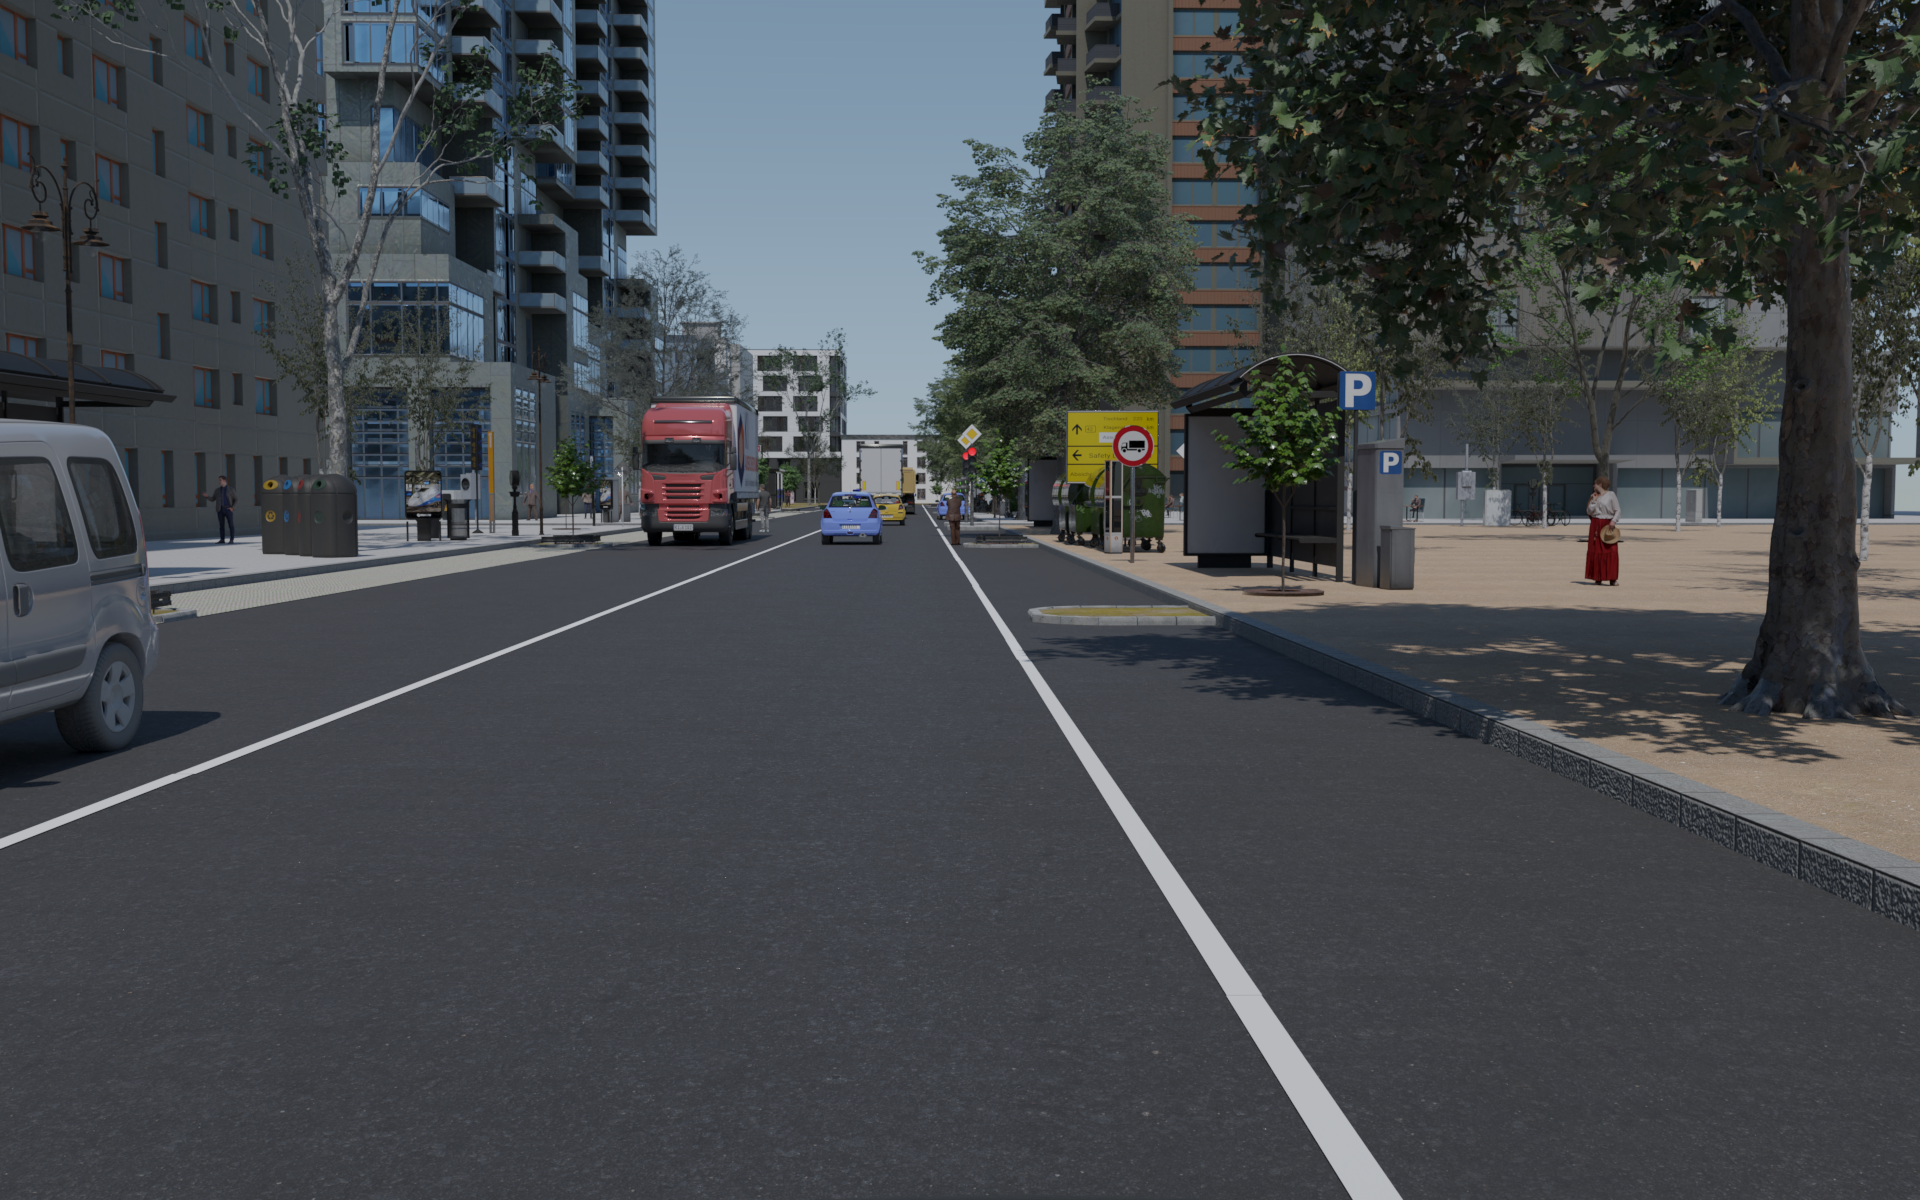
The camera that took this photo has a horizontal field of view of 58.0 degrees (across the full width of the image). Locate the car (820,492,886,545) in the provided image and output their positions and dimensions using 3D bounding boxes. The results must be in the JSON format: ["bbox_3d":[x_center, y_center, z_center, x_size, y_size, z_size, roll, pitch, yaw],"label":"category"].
[{"bbox_3d":[-3.118,-2.485,50.228,1.945,1.707,3.694,0,4,-2],"label":"car"}]

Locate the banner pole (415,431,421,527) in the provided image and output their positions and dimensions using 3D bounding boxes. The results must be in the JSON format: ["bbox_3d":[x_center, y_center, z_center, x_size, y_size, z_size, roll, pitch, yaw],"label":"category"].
[{"bbox_3d":[-21.032,-4.724,67.255,0.401,3.779,0.863,0,4,-2],"label":"banner pole"}]

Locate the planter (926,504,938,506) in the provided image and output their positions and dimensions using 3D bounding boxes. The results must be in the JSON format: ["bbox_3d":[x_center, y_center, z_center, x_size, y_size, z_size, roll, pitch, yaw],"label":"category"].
[{"bbox_3d":[-3.060,-11.388,207.332,1.991,0.319,1.994,0,4,-1],"label":"planter"}]

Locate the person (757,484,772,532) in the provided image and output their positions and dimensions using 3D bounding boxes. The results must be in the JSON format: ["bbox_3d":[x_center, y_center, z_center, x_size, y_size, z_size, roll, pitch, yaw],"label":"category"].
[{"bbox_3d":[-7.458,-3.499,65.836,0.598,1.807,0.434,-1,4,-22],"label":"person"}]

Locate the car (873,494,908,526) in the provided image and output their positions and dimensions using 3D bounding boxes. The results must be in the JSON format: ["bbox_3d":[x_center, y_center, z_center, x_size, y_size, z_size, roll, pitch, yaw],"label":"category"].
[{"bbox_3d":[-3.403,-4.269,80.014,2.015,1.641,3.980,0,4,-3],"label":"car"}]

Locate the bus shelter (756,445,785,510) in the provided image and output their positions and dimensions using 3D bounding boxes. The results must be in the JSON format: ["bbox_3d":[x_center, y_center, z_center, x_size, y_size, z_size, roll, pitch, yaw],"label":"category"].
[{"bbox_3d":[-15.924,-10.161,143.762,2.179,5.291,8.768,0,4,-2],"label":"bus shelter"}]

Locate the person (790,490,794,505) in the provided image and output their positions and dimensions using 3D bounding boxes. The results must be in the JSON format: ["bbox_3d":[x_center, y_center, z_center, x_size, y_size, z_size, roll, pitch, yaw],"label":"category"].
[{"bbox_3d":[-20.432,-12.490,210.926,0.551,1.740,0.621,-2,4,-32],"label":"person"}]

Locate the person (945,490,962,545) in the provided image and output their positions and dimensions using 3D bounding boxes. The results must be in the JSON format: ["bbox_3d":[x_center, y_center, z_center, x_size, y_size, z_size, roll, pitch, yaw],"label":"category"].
[{"bbox_3d":[-0.186,-2.315,48.616,0.482,1.546,0.388,0,4,-6],"label":"person"}]

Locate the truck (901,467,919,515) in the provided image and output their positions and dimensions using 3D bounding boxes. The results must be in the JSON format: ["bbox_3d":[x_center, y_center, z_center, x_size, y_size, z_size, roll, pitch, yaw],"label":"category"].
[{"bbox_3d":[-4.563,-7.826,123.887,3.469,3.379,9.791,0,4,-3],"label":"truck"}]

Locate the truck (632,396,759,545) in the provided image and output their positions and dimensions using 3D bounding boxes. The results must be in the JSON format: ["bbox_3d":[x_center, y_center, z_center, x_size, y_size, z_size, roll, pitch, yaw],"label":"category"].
[{"bbox_3d":[-7.683,-3.846,51.798,2.839,4.237,11.283,0,4,-2],"label":"truck"}]

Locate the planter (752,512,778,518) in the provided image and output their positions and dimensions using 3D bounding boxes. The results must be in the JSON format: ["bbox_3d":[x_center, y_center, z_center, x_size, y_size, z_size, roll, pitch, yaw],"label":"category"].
[{"bbox_3d":[-11.986,-4.968,102.374,1.991,0.319,1.994,0,4,-1],"label":"planter"}]

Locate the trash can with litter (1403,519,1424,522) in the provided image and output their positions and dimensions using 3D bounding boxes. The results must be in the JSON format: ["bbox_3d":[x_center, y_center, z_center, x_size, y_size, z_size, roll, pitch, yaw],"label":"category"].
[{"bbox_3d":[20.350,-4.159,79.059,2.233,1.210,1.678,-1,4,-21],"label":"trash can with litter"}]

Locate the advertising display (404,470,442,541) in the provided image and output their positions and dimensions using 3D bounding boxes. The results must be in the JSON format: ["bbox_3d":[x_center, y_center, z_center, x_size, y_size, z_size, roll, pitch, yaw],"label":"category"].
[{"bbox_3d":[-14.573,-2.559,47.047,0.974,1.923,0.123,-1,4,-22],"label":"advertising display"}]

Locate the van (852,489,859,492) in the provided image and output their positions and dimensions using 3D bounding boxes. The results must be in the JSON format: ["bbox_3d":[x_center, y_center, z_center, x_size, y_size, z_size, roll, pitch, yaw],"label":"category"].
[{"bbox_3d":[-12.016,-12.426,207.546,2.240,2.365,5.245,0,4,-3],"label":"van"}]

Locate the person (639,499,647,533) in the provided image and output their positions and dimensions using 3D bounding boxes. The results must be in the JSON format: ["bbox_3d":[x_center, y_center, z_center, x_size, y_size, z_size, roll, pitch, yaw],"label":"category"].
[{"bbox_3d":[-11.606,-3.259,63.994,0.499,1.552,0.429,-1,4,-20],"label":"person"}]

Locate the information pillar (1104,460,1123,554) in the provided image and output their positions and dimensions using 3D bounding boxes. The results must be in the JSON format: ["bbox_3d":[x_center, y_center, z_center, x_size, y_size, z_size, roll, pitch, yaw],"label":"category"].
[{"bbox_3d":[3.292,-1.994,37.099,0.304,2.012,0.304,-1,4,-20],"label":"information pillar"}]

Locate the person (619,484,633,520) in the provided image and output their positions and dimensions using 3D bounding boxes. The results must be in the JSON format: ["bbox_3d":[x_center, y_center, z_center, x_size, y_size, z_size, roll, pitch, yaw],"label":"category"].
[{"bbox_3d":[-16.374,-4.735,84.012,0.990,1.755,0.434,0,4,-3],"label":"person"}]

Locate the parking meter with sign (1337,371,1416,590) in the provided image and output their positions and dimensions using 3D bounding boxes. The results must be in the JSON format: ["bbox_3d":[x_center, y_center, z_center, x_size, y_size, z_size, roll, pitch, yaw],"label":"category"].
[{"bbox_3d":[5.777,-1.689,23.873,0.543,3.016,1.738,-1,4,-10],"label":"parking meter with sign"}]

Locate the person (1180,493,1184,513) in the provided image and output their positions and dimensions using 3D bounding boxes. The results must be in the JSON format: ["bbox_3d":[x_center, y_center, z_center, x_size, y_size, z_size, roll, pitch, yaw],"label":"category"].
[{"bbox_3d":[14.879,-6.523,116.600,0.340,1.345,0.435,1,4,14],"label":"person"}]

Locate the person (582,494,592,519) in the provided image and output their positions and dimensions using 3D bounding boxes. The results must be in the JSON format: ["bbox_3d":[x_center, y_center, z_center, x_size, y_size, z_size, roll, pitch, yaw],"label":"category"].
[{"bbox_3d":[-19.377,-5.123,90.336,0.617,1.759,0.750,0,4,-7],"label":"person"}]

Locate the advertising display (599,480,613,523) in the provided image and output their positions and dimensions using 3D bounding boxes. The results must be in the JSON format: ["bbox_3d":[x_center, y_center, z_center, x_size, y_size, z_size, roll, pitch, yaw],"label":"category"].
[{"bbox_3d":[-15.718,-4.389,76.966,0.123,1.923,0.974,-3,5,-43],"label":"advertising display"}]

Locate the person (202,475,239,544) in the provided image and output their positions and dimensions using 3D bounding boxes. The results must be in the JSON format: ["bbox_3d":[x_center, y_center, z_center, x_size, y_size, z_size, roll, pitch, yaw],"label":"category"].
[{"bbox_3d":[-19.031,-2.323,44.561,0.617,1.759,0.750,1,4,17],"label":"person"}]

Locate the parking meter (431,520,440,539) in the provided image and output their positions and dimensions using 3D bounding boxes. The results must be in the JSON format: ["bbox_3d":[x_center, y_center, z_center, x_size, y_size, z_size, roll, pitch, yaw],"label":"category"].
[{"bbox_3d":[-15.228,-2.545,50.016,0.372,1.533,0.369,0,3,0],"label":"parking meter"}]

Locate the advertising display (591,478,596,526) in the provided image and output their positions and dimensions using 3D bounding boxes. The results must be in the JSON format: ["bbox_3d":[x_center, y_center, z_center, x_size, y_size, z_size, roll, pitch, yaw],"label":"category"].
[{"bbox_3d":[-14.701,-3.934,69.533,0.123,1.923,0.974,-1,4,-9],"label":"advertising display"}]

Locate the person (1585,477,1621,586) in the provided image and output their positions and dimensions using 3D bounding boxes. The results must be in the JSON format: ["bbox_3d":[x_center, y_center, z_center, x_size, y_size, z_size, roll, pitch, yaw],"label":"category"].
[{"bbox_3d":[9.016,-0.962,24.242,0.387,1.526,0.523,-3,5,-41],"label":"person"}]

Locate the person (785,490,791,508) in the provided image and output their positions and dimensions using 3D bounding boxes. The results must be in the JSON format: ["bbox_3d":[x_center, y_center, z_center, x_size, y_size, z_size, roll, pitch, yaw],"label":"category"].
[{"bbox_3d":[-15.554,-9.106,156.403,0.593,1.643,0.415,-2,4,-32],"label":"person"}]

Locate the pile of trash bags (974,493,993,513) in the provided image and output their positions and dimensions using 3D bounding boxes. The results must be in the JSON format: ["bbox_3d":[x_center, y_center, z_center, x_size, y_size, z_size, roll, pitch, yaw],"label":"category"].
[{"bbox_3d":[1.713,-6.652,118.516,1.912,1.369,3.447,-1,4,-14],"label":"pile of trash bags"}]

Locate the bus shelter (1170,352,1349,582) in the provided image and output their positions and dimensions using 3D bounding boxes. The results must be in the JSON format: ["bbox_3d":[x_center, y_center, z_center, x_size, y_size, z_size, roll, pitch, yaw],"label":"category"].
[{"bbox_3d":[4.735,-2.054,27.507,2.014,3.302,5.546,0,4,-2],"label":"bus shelter"}]

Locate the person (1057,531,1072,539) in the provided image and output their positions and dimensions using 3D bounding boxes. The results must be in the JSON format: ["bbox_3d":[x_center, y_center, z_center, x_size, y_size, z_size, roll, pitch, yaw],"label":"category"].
[{"bbox_3d":[3.086,-2.534,49.681,0.499,1.552,0.429,-2,4,-30],"label":"person"}]

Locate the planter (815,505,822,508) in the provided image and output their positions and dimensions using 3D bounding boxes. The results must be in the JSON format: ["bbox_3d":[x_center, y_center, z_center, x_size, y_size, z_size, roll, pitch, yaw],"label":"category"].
[{"bbox_3d":[-13.957,-9.670,179.236,1.991,0.319,1.994,0,4,-1],"label":"planter"}]

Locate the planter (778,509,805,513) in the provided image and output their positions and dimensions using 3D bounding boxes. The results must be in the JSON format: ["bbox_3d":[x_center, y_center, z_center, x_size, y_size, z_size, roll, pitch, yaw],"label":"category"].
[{"bbox_3d":[-12.712,-6.674,130.265,1.991,0.319,1.994,0,4,-1],"label":"planter"}]

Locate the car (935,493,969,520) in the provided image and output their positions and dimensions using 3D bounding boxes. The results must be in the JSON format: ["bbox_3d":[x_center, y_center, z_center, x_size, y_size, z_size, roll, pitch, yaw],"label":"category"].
[{"bbox_3d":[-0.419,-5.348,97.029,1.945,1.707,3.694,0,4,-3],"label":"car"}]

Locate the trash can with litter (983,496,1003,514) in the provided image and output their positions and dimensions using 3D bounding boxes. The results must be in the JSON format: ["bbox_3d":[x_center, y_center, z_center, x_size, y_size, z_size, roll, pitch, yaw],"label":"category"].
[{"bbox_3d":[2.217,-6.145,111.521,1.678,1.210,2.233,3,5,43],"label":"trash can with litter"}]

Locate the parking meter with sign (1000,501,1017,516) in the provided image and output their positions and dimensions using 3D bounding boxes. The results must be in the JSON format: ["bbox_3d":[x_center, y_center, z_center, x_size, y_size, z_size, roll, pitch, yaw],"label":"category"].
[{"bbox_3d":[2.929,-6.456,101.811,0.543,3.016,1.738,2,4,31],"label":"parking meter with sign"}]

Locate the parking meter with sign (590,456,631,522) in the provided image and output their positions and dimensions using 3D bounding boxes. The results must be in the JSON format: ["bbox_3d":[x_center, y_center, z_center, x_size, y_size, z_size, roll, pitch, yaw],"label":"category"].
[{"bbox_3d":[-15.916,-5.056,78.926,1.738,3.016,0.543,-2,4,-27],"label":"parking meter with sign"}]

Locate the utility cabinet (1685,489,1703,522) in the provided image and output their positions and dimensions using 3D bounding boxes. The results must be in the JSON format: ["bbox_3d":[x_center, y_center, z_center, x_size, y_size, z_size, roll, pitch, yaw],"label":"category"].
[{"bbox_3d":[33.143,-4.254,78.235,0.318,1.500,1.173,0,4,2],"label":"utility cabinet"}]

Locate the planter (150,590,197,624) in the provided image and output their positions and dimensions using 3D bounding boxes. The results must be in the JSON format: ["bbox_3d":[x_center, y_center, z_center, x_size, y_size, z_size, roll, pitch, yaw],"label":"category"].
[{"bbox_3d":[-9.835,0.095,19.587,1.991,0.319,1.994,0,4,-1],"label":"planter"}]

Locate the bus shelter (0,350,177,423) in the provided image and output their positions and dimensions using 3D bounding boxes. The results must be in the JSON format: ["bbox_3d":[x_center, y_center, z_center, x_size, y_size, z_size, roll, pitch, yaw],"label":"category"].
[{"bbox_3d":[-13.598,-1.919,25.294,2.014,3.302,5.546,0,4,-1],"label":"bus shelter"}]

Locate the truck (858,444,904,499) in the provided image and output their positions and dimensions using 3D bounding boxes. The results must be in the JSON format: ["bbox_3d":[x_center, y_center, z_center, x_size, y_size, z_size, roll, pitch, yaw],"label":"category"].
[{"bbox_3d":[-4.681,-6.949,102.534,2.839,4.237,11.283,0,4,-3],"label":"truck"}]

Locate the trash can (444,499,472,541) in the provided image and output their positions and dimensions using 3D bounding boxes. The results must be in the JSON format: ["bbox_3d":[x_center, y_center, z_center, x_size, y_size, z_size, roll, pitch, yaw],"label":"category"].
[{"bbox_3d":[-13.875,-2.216,47.889,0.748,1.137,0.748,0,3,0],"label":"trash can"}]

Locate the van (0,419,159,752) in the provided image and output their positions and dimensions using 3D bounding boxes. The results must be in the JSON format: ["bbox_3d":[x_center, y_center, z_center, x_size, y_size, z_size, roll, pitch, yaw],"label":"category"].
[{"bbox_3d":[-5.513,-0.079,8.311,2.013,2.044,4.112,0,3,0],"label":"van"}]

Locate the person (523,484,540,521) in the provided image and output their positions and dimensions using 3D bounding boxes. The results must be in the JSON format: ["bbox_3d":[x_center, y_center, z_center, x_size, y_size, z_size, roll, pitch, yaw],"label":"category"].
[{"bbox_3d":[-20.635,-4.707,83.549,0.990,1.755,0.434,1,4,14],"label":"person"}]

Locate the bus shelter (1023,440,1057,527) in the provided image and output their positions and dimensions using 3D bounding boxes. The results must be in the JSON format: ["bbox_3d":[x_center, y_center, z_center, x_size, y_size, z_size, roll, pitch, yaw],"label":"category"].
[{"bbox_3d":[3.494,-4.370,65.369,2.014,3.302,5.546,0,4,-2],"label":"bus shelter"}]
